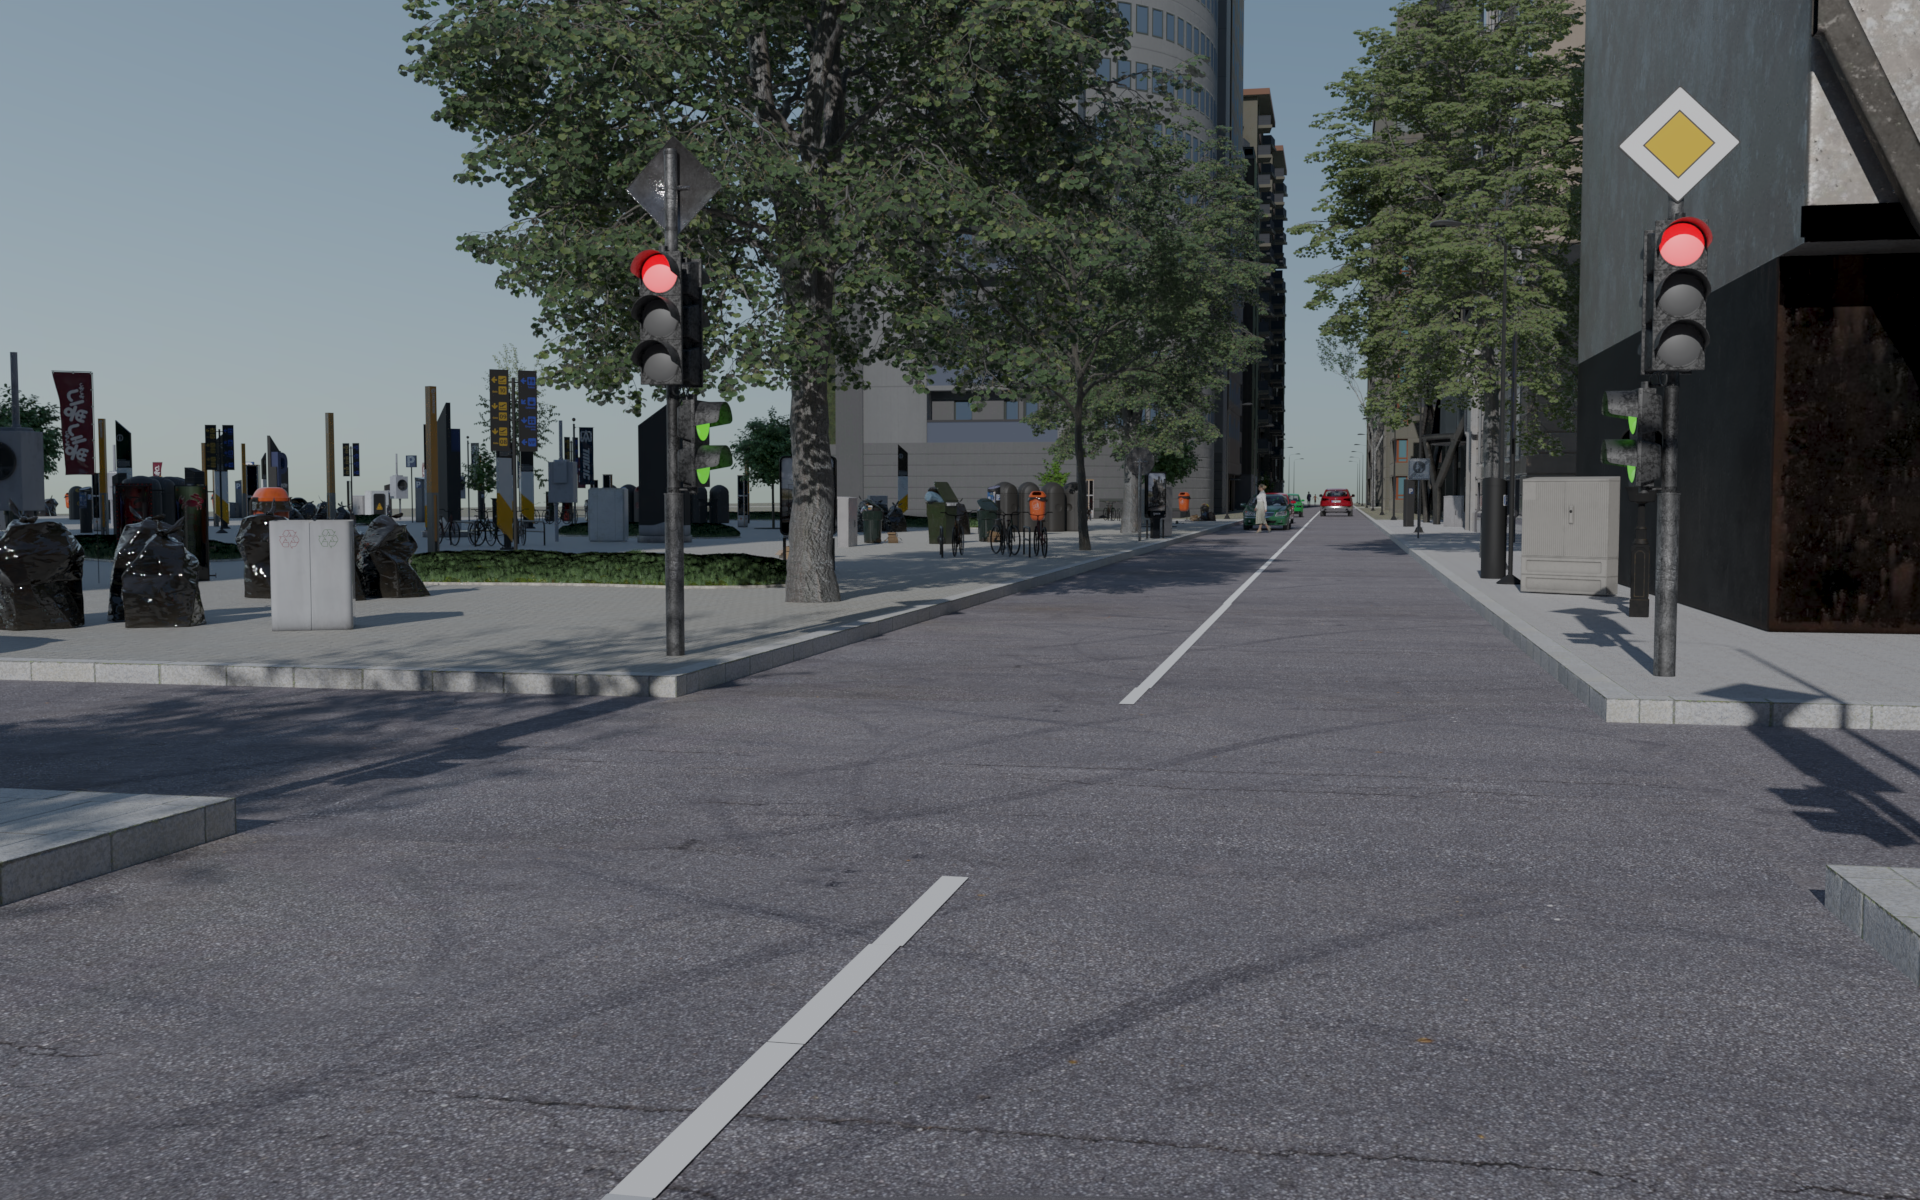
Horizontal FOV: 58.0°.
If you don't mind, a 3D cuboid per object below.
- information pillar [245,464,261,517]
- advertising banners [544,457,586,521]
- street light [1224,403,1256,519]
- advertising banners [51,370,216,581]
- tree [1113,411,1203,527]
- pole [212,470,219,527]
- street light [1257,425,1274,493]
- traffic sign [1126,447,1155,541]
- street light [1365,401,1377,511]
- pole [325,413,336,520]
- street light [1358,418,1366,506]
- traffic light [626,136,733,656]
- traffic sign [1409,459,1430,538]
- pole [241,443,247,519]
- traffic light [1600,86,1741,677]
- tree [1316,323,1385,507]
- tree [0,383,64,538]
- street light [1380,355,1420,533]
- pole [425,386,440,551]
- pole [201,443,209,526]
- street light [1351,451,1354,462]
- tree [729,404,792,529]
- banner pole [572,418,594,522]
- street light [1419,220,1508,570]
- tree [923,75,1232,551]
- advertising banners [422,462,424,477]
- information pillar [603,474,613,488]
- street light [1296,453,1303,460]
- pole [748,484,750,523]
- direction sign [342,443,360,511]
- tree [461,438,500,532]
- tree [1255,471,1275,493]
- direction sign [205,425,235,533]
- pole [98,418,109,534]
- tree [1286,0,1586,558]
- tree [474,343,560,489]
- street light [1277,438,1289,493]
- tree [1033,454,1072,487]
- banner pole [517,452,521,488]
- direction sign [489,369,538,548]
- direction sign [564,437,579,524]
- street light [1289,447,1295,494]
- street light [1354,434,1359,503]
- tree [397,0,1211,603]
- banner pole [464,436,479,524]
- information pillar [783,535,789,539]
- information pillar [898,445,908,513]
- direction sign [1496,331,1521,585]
[{"bbox_3d":[-17.584,-2.363,43.129,0.304,2.012,0.304,-1,4,-12],"label":"information pillar"},{"bbox_3d":[-18.559,-5.226,81.635,2.074,3.025,0.090,-1,4,-10],"label":"advertising banners"},{"bbox_3d":[14.230,-7.095,88.544,1.470,5.913,1.316,1,4,12],"label":"street light"},{"bbox_3d":[-11.915,-1.764,25.033,2.074,3.025,0.090,-2,4,-27],"label":"advertising banners"},{"bbox_3d":[7.679,-5.107,67.213,4.285,4.588,4.351,0,3,0],"label":"tree"},{"bbox_3d":[-29.217,-4.532,67.947,0.158,3.312,0.155,0,3,0],"label":"pole"},{"bbox_3d":[20.337,-8.791,116.275,1.470,5.913,1.316,1,4,12],"label":"street light"},{"bbox_3d":[4.881,-2.867,46.974,0.768,2.556,0.104,1,4,16],"label":"traffic sign"},{"bbox_3d":[20.779,-6.880,85.027,1.470,5.913,1.316,1,4,12],"label":"street light"},{"bbox_3d":[-15.773,-3.032,43.417,0.158,3.312,0.155,0,3,0],"label":"pole"},{"bbox_3d":[25.138,-8.118,105.277,1.470,5.913,1.316,1,4,12],"label":"street light"},{"bbox_3d":[-2.246,-1.512,13.650,0.839,4.253,0.868,1,4,12],"label":"traffic light"},{"bbox_3d":[13.300,-2.941,50.212,0.606,2.300,0.079,1,4,18],"label":"traffic sign"},{"bbox_3d":[-28.782,-4.635,69.620,0.158,3.312,0.155,0,3,0],"label":"pole"},{"bbox_3d":[4.950,-1.418,12.104,0.839,4.253,0.868,1,4,12],"label":"traffic light"},{"bbox_3d":[41.972,-19.144,168.889,12.611,20.169,13.585,0,3,0],"label":"tree"},{"bbox_3d":[-28.071,-4.132,51.265,4.285,4.588,4.351,0,3,0],"label":"tree"},{"bbox_3d":[14.716,-5.195,57.480,1.470,5.913,1.316,1,4,12],"label":"street light"},{"bbox_3d":[-9.988,-2.381,32.778,0.158,3.312,0.155,0,3,0],"label":"pole"},{"bbox_3d":[-29.987,-4.584,68.787,0.158,3.312,0.155,0,3,0],"label":"pole"},{"bbox_3d":[37.160,-11.488,160.363,1.470,5.913,1.316,1,4,12],"label":"street light"},{"bbox_3d":[-6.947,-4.899,63.818,4.285,4.588,4.351,0,3,0],"label":"tree"},{"bbox_3d":[-12.419,-4.088,56.862,0.863,3.779,0.401,-1,4,-17],"label":"banner pole"},{"bbox_3d":[8.651,-3.478,29.413,1.470,5.913,1.316,1,4,12],"label":"street light"},{"bbox_3d":[2.505,-6.407,39.172,7.601,10.594,8.767,0,4,1],"label":"tree"},{"bbox_3d":[-29.283,-6.063,95.310,0.090,3.025,2.074,-2,4,-32],"label":"advertising banners"},{"bbox_3d":[-13.010,-3.639,63.993,0.304,2.012,0.304,0,4,3],"label":"information pillar"},{"bbox_3d":[38.145,-13.784,197.901,1.470,5.913,1.316,1,4,12],"label":"street light"},{"bbox_3d":[-9.286,-4.994,75.502,0.158,3.312,0.155,0,3,0],"label":"pole"},{"bbox_3d":[-27.000,-5.191,76.865,0.876,3.537,0.379,1,4,19],"label":"direction sign"},{"bbox_3d":[-16.272,-3.978,59.638,1.663,3.219,1.824,0,3,0],"label":"tree"},{"bbox_3d":[26.232,-9.391,148.151,1.663,3.219,1.824,0,3,0],"label":"tree"},{"bbox_3d":[-24.173,-3.952,56.616,0.876,3.537,0.379,-1,4,-14],"label":"direction sign"},{"bbox_3d":[-23.128,-3.237,46.770,0.158,3.312,0.155,0,3,0],"label":"pole"},{"bbox_3d":[10.254,-7.119,34.527,7.486,12.596,7.792,0,3,0],"label":"tree"},{"bbox_3d":[-21.240,-8.167,83.897,4.737,8.622,4.395,0,3,0],"label":"tree"},{"bbox_3d":[26.437,-10.520,144.542,1.470,5.913,1.316,1,4,12],"label":"street light"},{"bbox_3d":[4.457,-5.234,80.172,1.663,3.219,1.824,0,3,0],"label":"tree"},{"bbox_3d":[-23.027,-6.199,91.365,0.401,3.779,0.863,3,5,41],"label":"banner pole"},{"bbox_3d":[-8.143,-2.426,31.666,0.876,3.537,0.379,-2,4,-33],"label":"direction sign"},{"bbox_3d":[-15.423,-4.697,68.790,0.379,3.537,0.876,2,4,24],"label":"direction sign"},{"bbox_3d":[31.939,-12.072,169.919,1.470,5.913,1.316,1,4,12],"label":"street light"},{"bbox_3d":[31.143,-9.800,132.765,1.470,5.913,1.316,1,4,12],"label":"street light"},{"bbox_3d":[-1.872,-6.949,20.265,9.857,13.997,8.962,0,3,0],"label":"tree"},{"bbox_3d":[-20.934,-5.160,74.386,0.863,3.779,0.401,2,4,27],"label":"banner pole"},{"bbox_3d":[-4.921,-2.770,49.782,0.304,2.012,0.304,0,4,-1],"label":"information pillar"},{"bbox_3d":[-2.692,-5.492,81.155,0.504,3.616,0.183,0,4,-7],"label":"information pillar"},{"bbox_3d":[7.846,-1.994,24.593,0.379,3.537,0.876,1,4,15],"label":"direction sign"}]
